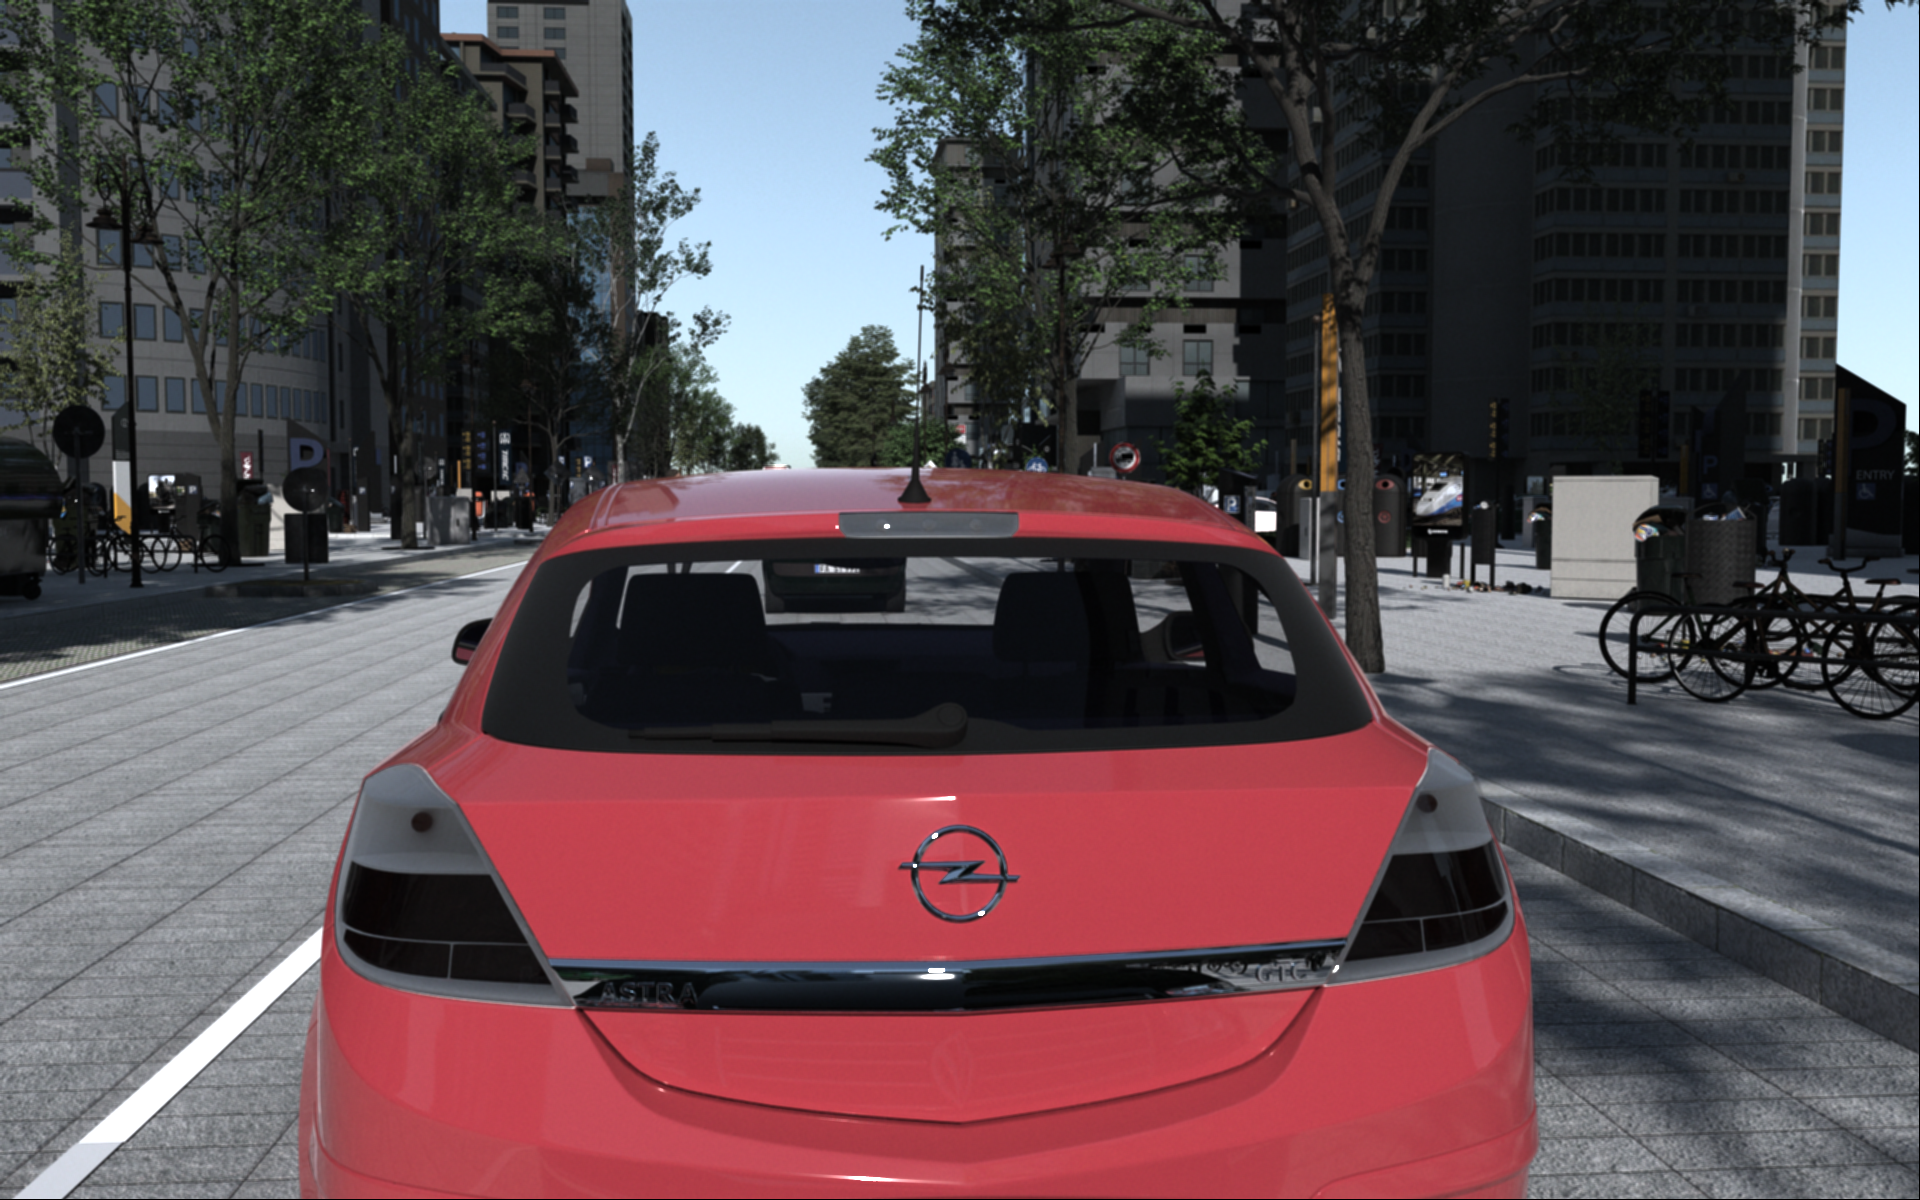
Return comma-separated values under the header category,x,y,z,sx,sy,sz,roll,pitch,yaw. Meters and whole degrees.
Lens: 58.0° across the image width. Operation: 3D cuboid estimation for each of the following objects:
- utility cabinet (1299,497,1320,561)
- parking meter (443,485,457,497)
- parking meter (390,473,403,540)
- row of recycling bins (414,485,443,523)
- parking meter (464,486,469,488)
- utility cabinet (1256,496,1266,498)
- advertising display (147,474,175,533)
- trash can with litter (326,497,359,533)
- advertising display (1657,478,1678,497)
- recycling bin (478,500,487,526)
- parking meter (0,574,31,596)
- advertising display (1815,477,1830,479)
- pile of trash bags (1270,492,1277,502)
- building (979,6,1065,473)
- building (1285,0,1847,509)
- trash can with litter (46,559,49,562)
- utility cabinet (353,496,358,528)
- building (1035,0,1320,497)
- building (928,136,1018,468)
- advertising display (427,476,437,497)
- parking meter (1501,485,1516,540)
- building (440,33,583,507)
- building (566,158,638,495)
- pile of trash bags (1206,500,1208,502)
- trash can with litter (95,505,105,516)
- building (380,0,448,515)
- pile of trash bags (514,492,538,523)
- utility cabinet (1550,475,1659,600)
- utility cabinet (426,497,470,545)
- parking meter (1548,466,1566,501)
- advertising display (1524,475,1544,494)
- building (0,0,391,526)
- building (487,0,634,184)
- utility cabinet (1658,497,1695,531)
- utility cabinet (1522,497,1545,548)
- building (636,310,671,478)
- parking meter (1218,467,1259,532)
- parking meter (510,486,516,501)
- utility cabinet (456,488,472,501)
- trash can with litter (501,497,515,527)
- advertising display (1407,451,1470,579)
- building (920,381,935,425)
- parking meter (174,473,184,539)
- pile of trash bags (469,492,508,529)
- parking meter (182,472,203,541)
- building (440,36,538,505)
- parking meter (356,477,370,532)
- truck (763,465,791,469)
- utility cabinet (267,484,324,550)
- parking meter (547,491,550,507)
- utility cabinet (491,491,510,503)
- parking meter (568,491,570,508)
category,x,y,z,sx,sy,sz,roll,pitch,yaw
utility cabinet,6.855,-1.386,33.816,0.306,1.237,1.020,0,4,0
parking meter,-14.109,-2.418,47.941,0.372,1.533,0.369,0,3,0
parking meter,-15.706,-2.607,48.341,0.399,1.863,0.255,3,5,43
row of recycling bins,-24.208,-4.375,78.637,3.534,1.692,1.069,3,5,42
parking meter,-32.951,-6.731,115.757,0.255,1.863,0.399,2,4,34
utility cabinet,11.728,-3.485,68.136,0.306,1.237,1.020,-1,4,-9
advertising display,-25.925,-3.130,56.397,0.974,1.923,0.123,0,4,0
trash can with litter,-20.339,-2.796,57.099,1.055,1.170,0.624,1,4,11
advertising display,28.332,-3.942,69.662,0.974,1.923,0.123,0,4,4
recycling bin,-19.662,-3.545,70.513,0.722,1.027,0.722,0,4,-7
parking meter,-11.986,-0.988,21.862,0.399,1.863,0.255,1,4,22
advertising display,33.095,-3.750,66.526,0.123,1.923,0.974,0,4,1
pile of trash bags,12.721,-3.846,72.635,1.912,1.369,3.447,-1,4,-14
building,14.567,-53.079,180.517,22.319,86.520,31.000,0,4,-5
building,31.086,-24.345,89.930,23.993,40.220,32.217,0,4,-5
trash can with litter,-17.617,-1.289,32.133,2.233,1.210,1.678,2,4,24
utility cabinet,-22.503,-3.293,64.999,0.306,1.237,1.020,-2,4,-33
building,20.171,-32.546,121.371,28.713,52.752,27.495,0,4,-5
building,10.635,-40.458,250.726,28.713,52.752,27.495,0,4,-5
advertising display,-18.693,-3.424,61.195,0.123,1.923,0.974,0,4,3
parking meter,15.404,-2.461,48.646,0.372,1.533,0.369,0,3,0
building,-49.000,-31.402,168.049,22.147,44.769,28.867,0,4,-5
building,-51.458,-35.731,234.311,14.600,45.320,14.200,0,4,-5
pile of trash bags,9.446,-3.222,62.435,1.912,1.369,3.447,0,3,0
trash can with litter,-20.077,-1.730,39.679,0.624,1.170,1.055,0,4,-7
building,-41.761,-28.197,111.131,14.600,45.320,14.200,0,4,-5
pile of trash bags,-20.133,-4.228,78.885,1.912,1.369,3.447,-3,4,-36
utility cabinet,7.791,-0.750,20.944,1.173,1.500,0.318,3,4,39
utility cabinet,-12.971,-2.003,43.916,1.020,1.237,0.306,-3,4,-37
parking meter,12.170,-1.812,35.339,0.255,1.863,0.399,2,4,33
advertising display,19.916,-3.358,60.116,0.974,1.923,0.123,-2,4,-35
building,-41.527,-32.997,81.493,21.231,58.520,28.212,0,4,-5
building,-55.669,-49.706,250.949,20.563,71.187,20.611,0,4,-5
utility cabinet,15.148,-1.586,37.086,1.020,1.237,0.306,3,5,41
utility cabinet,13.832,-1.871,41.747,0.306,1.237,1.020,0,4,5
building,-52.887,-30.488,270.172,14.160,30.474,14.107,0,4,-5
parking meter,2.558,-0.460,15.924,0.372,1.533,0.369,0,3,0
parking meter,-30.890,-6.982,119.872,0.399,1.863,0.255,2,4,33
utility cabinet,-19.526,-3.604,67.610,1.173,1.500,0.318,-2,4,-31
trash can with litter,-17.778,-3.452,67.835,0.624,1.170,1.055,1,4,8
advertising display,7.308,-1.296,26.399,0.123,1.923,0.974,-3,5,-39
building,8.199,-26.605,280.035,27.650,21.520,28.899,0,4,-5
parking meter,-22.067,-2.650,49.034,0.255,1.863,0.399,-2,4,-29
pile of trash bags,-17.862,-3.358,64.651,1.912,1.369,3.447,-1,4,-12
parking meter,-20.737,-2.520,46.917,0.399,1.863,0.255,-1,4,-14
building,-52.220,-27.496,141.443,32.217,40.220,23.993,0,4,-5
parking meter,-20.251,-3.245,58.770,0.399,1.863,0.255,0,4,-3
truck,-17.828,-10.978,168.406,2.839,4.237,11.283,0,4,-4
utility cabinet,-15.038,-1.870,39.253,1.173,1.500,0.318,-1,4,-15
parking meter,-30.454,-7.346,128.520,0.372,1.533,0.369,0,3,0
utility cabinet,-29.753,-6.331,112.189,1.173,1.500,0.318,-1,4,-12
parking meter,-21.236,-5.282,94.768,0.372,1.533,0.369,0,3,0
